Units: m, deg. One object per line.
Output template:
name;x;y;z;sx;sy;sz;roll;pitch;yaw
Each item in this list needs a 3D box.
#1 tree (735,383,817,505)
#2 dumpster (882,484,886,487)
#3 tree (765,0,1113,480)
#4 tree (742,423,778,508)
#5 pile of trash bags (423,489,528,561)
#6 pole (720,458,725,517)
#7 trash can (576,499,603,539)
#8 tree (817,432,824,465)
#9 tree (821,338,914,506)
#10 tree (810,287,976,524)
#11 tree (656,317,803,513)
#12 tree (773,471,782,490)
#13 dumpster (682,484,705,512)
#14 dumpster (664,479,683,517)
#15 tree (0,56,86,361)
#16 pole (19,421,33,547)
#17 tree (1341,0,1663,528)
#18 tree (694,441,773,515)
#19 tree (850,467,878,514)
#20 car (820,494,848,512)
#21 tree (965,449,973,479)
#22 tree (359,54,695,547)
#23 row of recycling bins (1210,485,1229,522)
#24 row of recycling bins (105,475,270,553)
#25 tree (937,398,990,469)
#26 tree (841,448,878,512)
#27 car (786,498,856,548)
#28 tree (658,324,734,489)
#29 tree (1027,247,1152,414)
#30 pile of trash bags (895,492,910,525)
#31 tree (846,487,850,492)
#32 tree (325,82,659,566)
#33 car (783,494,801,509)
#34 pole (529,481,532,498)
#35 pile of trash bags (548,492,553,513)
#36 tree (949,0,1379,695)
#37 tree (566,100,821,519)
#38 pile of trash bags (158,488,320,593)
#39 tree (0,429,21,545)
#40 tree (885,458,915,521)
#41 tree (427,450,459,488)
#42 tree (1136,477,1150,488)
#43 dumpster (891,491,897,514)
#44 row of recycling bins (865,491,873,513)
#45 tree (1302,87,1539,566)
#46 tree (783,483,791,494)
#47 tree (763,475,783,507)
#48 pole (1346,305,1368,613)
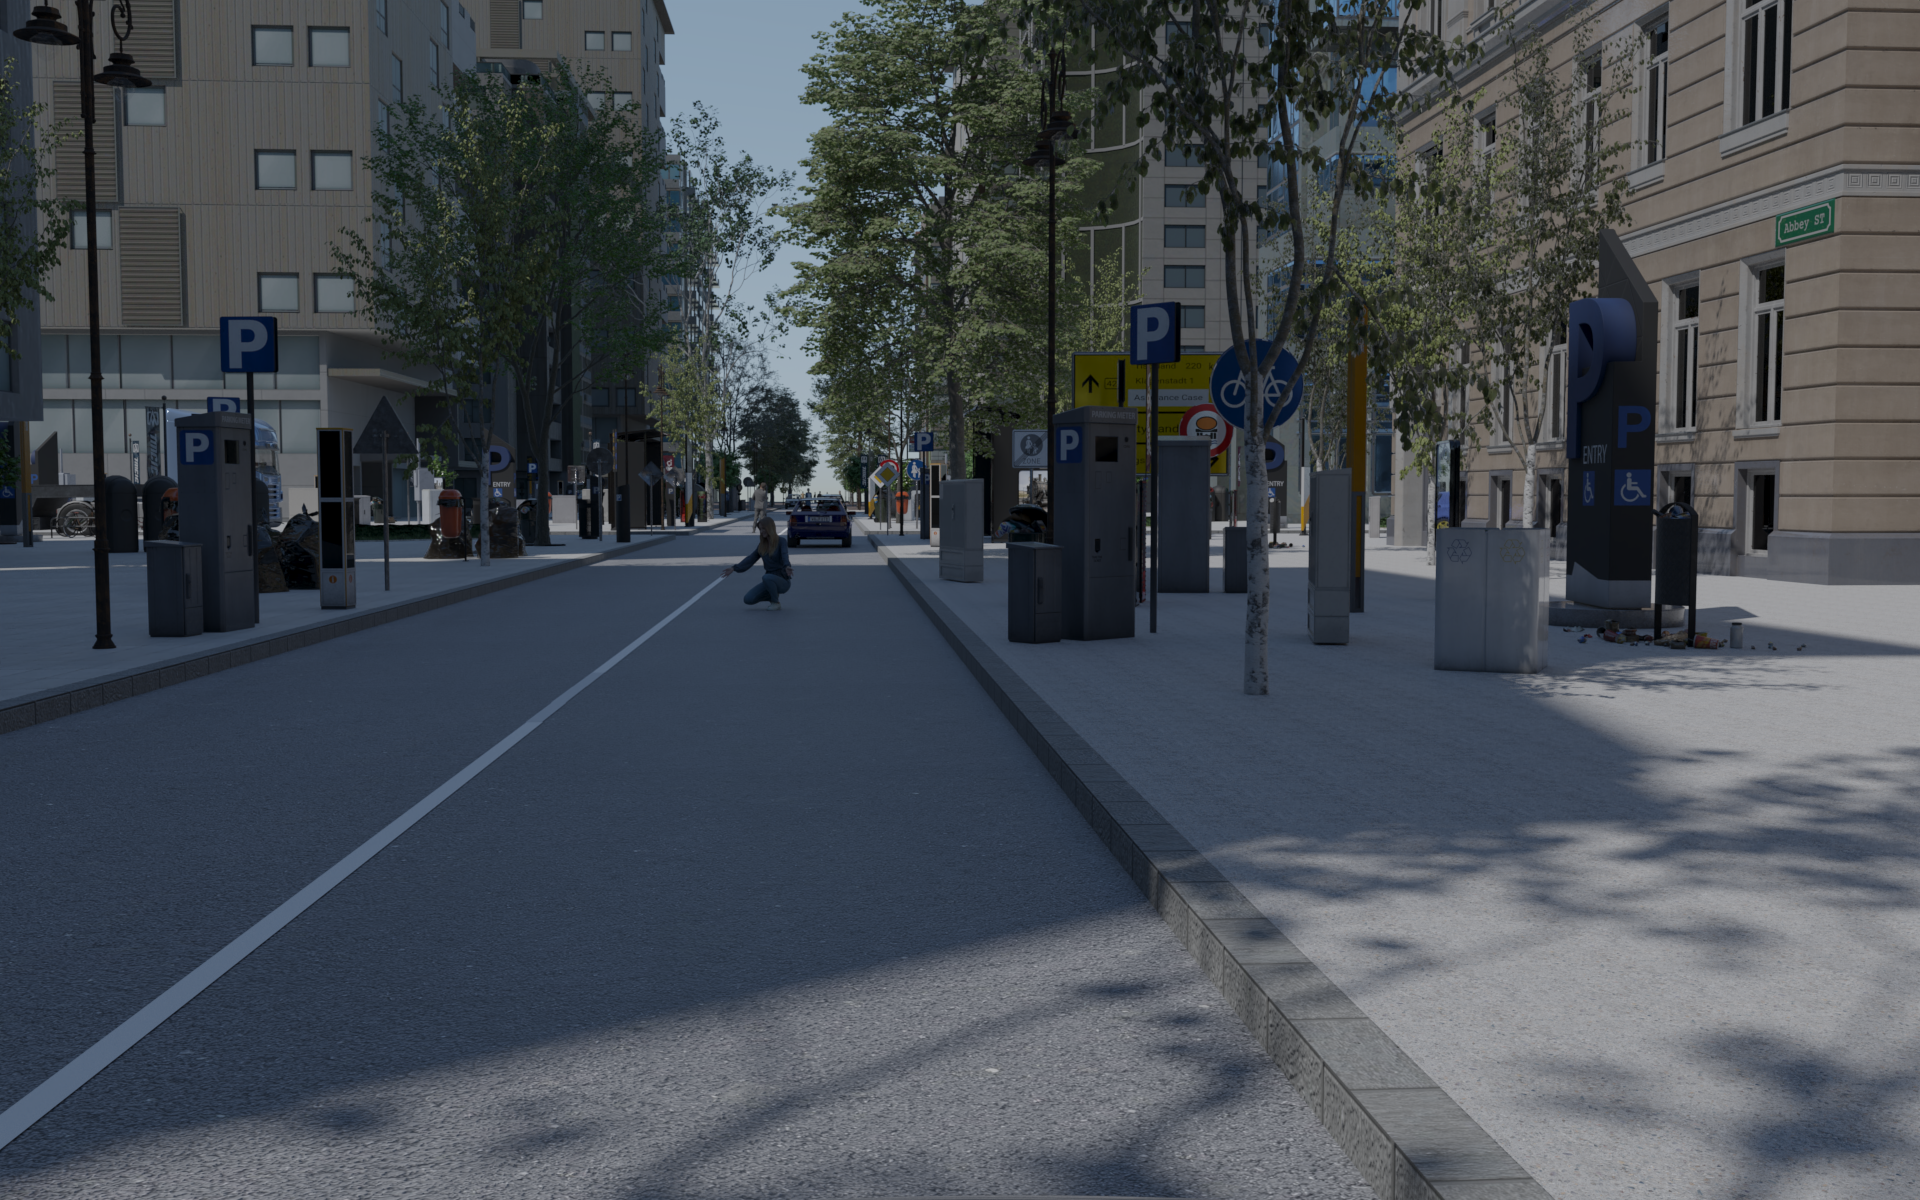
tree;-21.727;-17.922;199.674;9.857;13.997;8.962;0;3;0
dumpster;-3.686;-5.644;94.769;1.502;2.255;1.985;0;4;-4
tree;-0.354;-7.145;34.950;7.486;12.596;7.792;0;3;0
tree;-17.919;-12.779;159.292;4.360;8.622;3.978;0;3;0
pile of trash bags;-9.746;-1.508;34.404;1.912;1.369;3.447;0;4;-3
pole;-13.943;-6.574;101.324;0.158;3.312;0.155;0;3;0
trash can;-10.542;-2.301;49.281;0.748;1.137;0.748;0;3;0
tree;-25.807;-21.827;263.532;9.857;13.997;8.962;0;3;0
tree;-10.185;-20.248;186.943;12.611;20.169;13.585;0;3;0
tree;-2.820;-8.591;74.868;8.767;10.594;7.601;1;4;21
tree;-16.086;-12.835;120.216;12.009;13.543;11.850;0;3;0
tree;-21.102;-12.489;187.909;4.285;4.588;4.351;0;3;0
dumpster;-15.065;-5.631;97.817;1.264;1.857;1.865;0;4;-4
dumpster;-16.525;-5.876;98.565;1.502;2.255;1.985;0;4;-4
tree;-16.577;-4.786;28.614;4.737;8.622;4.395;0;3;0
pole;-22.490;-2.928;41.709;0.158;3.312;0.155;0;3;0
tree;8.383;-4.611;25.752;4.360;8.622;3.978;0;3;0
tree;-14.875;-7.574;107.542;4.285;4.588;4.351;0;3;0
tree;-5.615;-7.063;110.083;1.663;3.219;1.824;0;3;0
car;-7.443;-5.531;100.214;2.009;1.686;4.222;0;4;-5
tree;1.088;-7.814;111.469;4.285;4.588;4.351;0;3;0
tree;-10.341;-7.122;42.208;9.928;11.665;9.643;0;3;0
row of recycling bins;11.012;-4.449;79.860;3.534;1.692;1.069;-3;5;-39
row of recycling bins;-17.286;-1.928;38.633;3.534;1.692;1.069;-2;4;-31
tree;0.281;-10.254;118.018;4.737;8.622;4.395;0;3;0
tree;-6.758;-8.531;123.191;4.285;4.588;4.351;0;3;0
car;-3.845;-2.150;47.732;1.945;1.354;3.894;0;4;-3
tree;-11.777;-7.601;74.642;4.737;8.622;4.395;0;3;0
tree;3.960;-6.230;52.215;4.737;8.622;4.395;0;3;0
pile of trash bags;-0.998;-3.802;71.916;3.447;1.369;1.912;-1;4;-10
tree;-13.435;-13.770;219.739;1.663;3.219;1.824;0;3;0
tree;-8.682;-4.921;30.816;4.737;8.622;4.395;0;3;0
car;-15.876;-9.534;165.674;2.009;1.686;4.222;0;4;-5
pole;-27.478;-7.158;110.880;0.158;3.312;0.155;0;3;0
pile of trash bags;-18.809;-3.840;72.538;3.447;1.369;1.912;-1;4;-8
tree;1.793;-3.687;10.650;4.360;8.622;3.978;0;3;0
tree;-13.478;-14.088;86.229;12.611;20.169;13.585;0;3;0
pile of trash bags;-10.040;-0.857;23.760;3.447;1.369;1.912;3;5;40
tree;-24.559;-3.034;44.205;1.663;3.219;1.824;0;3;0
tree;-2.804;-5.428;83.353;1.663;3.219;1.824;0;3;0
tree;-23.308;-5.029;76.822;1.663;3.219;1.824;0;3;0
tree;8.737;-5.567;85.614;1.663;3.219;1.824;0;3;0
dumpster;-3.348;-5.202;90.804;1.264;1.857;1.865;0;4;-4
row of recycling bins;-5.513;-6.524;113.775;1.069;1.692;3.534;1;4;9
tree;8.220;-4.923;30.856;4.737;8.622;4.395;0;3;0
tree;-25.100;-15.359;245.715;1.663;3.219;1.824;0;3;0
tree;-19.357;-11.110;176.243;1.663;3.219;1.824;0;3;0
pole;4.275;-1.520;18.699;0.158;3.312;0.155;0;3;0
